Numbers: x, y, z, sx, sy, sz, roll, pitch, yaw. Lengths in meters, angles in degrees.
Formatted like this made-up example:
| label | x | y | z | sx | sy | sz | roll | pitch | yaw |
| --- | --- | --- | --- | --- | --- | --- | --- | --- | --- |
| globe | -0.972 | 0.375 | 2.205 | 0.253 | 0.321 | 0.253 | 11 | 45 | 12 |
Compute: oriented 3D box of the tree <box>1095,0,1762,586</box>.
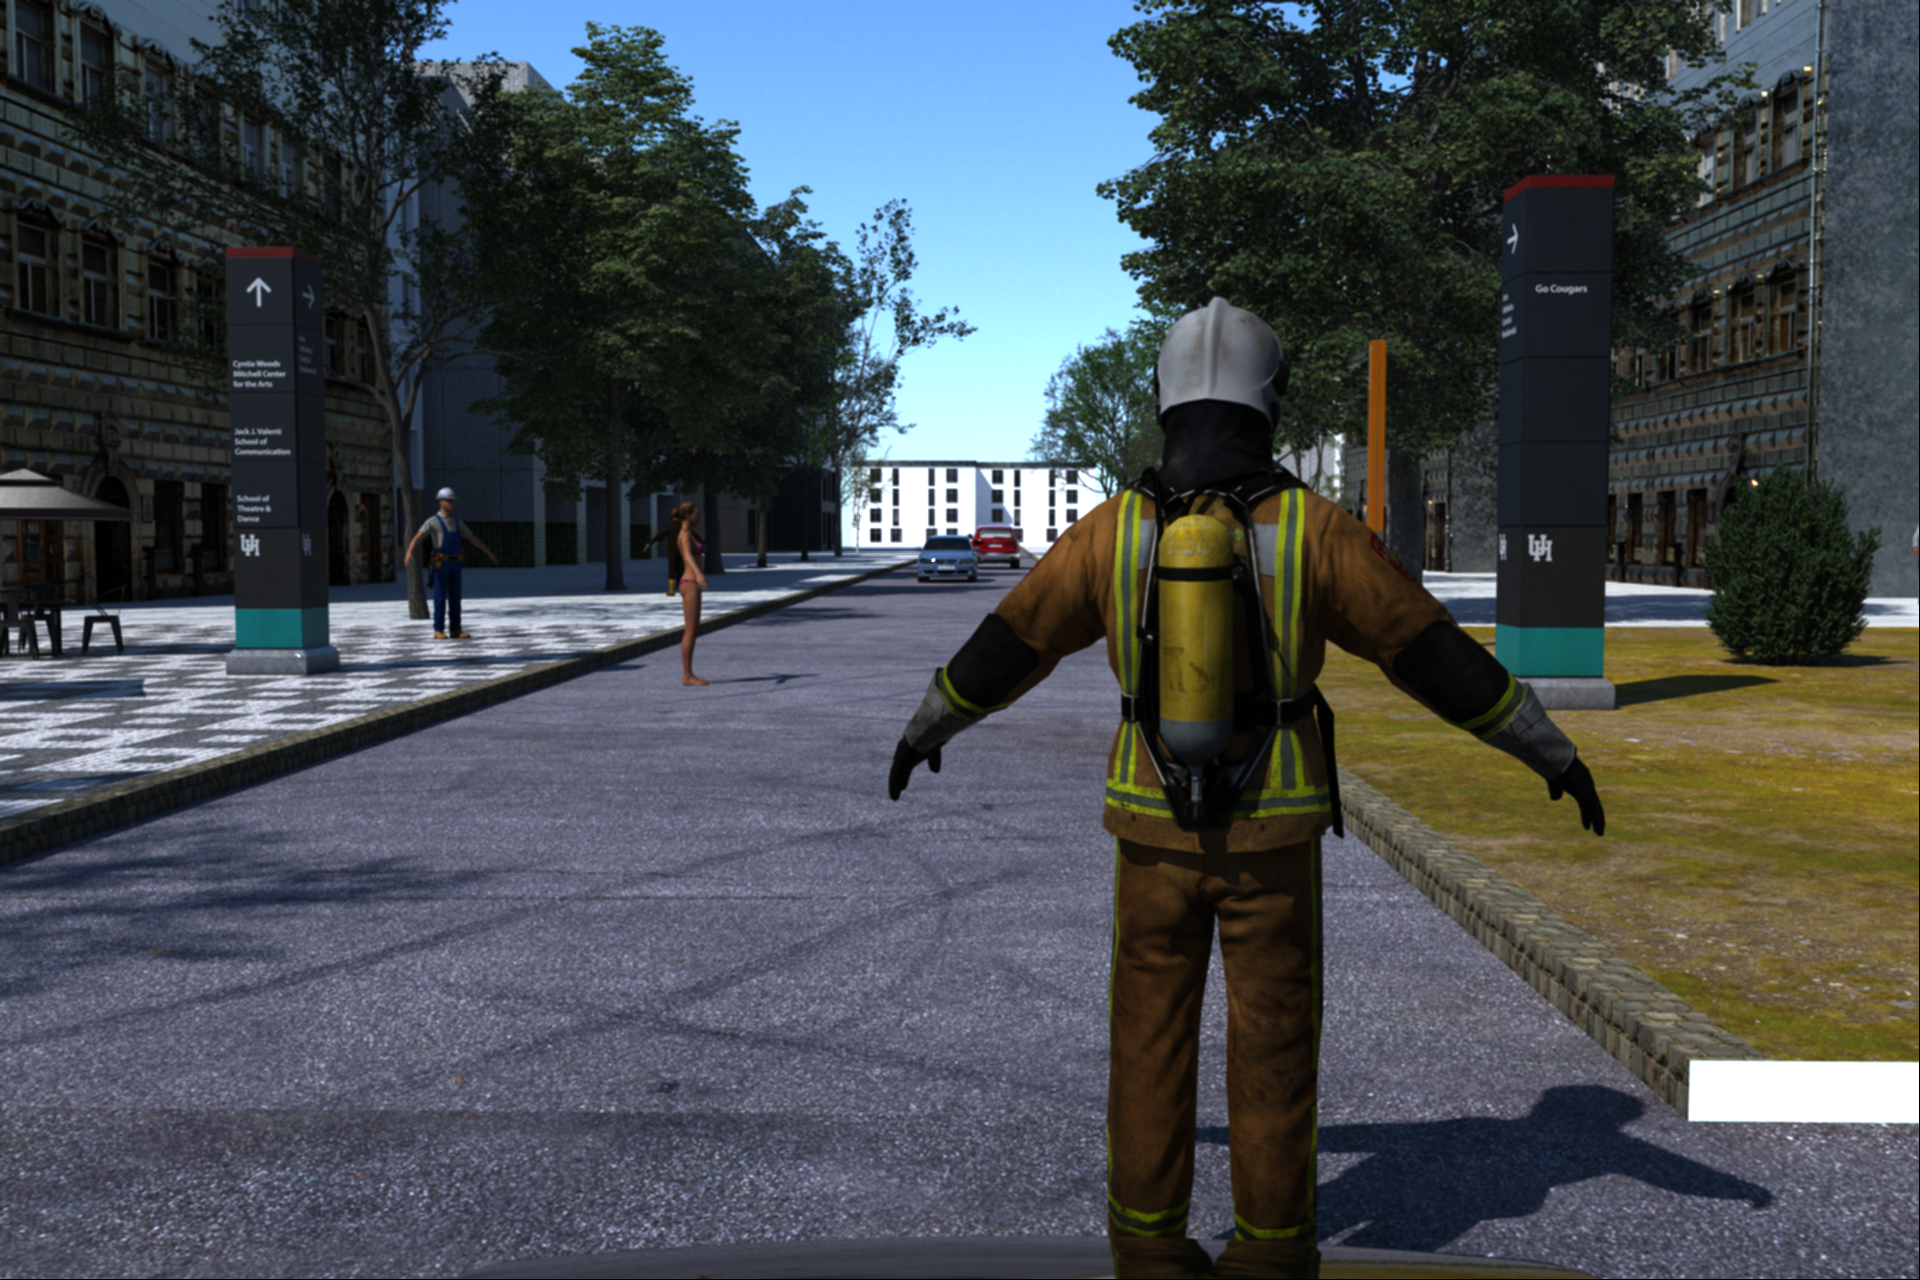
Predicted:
| label | x | y | z | sx | sy | sz | roll | pitch | yaw |
| --- | --- | --- | --- | --- | --- | --- | --- | --- | --- |
| tree | 6.504 | -7.252 | 25.225 | 9.857 | 13.997 | 8.962 | 0 | 3 | 0 |

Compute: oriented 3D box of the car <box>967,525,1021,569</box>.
| label | x | y | z | sx | sy | sz | roll | pitch | yaw |
| --- | --- | --- | --- | --- | --- | --- | --- | --- | --- |
| car | 1.438 | -3.892 | 72.312 | 2.281 | 1.827 | 5.304 | 0 | 4 | 0 |

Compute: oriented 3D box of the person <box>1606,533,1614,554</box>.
| label | x | y | z | sx | sy | sz | roll | pitch | yaw |
| --- | --- | --- | --- | --- | --- | --- | --- | --- | --- |
| person | 11.626 | -1.591 | 32.142 | 1.347 | 1.817 | 0.704 | -1 | 4 | -21 |

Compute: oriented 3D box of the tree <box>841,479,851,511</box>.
| label | x | y | z | sx | sy | sz | roll | pitch | yaw |
| --- | --- | --- | --- | --- | --- | --- | --- | --- | --- |
| tree | -14.726 | -15.450 | 202.965 | 4.737 | 8.622 | 4.395 | 0 | 3 | 0 |

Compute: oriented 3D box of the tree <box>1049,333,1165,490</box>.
| label | x | y | z | sx | sy | sz | roll | pitch | yaw |
| --- | --- | --- | --- | --- | --- | --- | --- | --- | --- |
| tree | 8.507 | -9.867 | 87.075 | 9.928 | 11.665 | 9.643 | 0 | 3 | 0 |

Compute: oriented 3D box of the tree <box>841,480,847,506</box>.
| label | x | y | z | sx | sy | sz | roll | pitch | yaw |
| --- | --- | --- | --- | --- | --- | --- | --- | --- | --- |
| tree | -14.584 | -15.131 | 197.755 | 4.360 | 8.622 | 3.978 | 0 | 3 | 0 |

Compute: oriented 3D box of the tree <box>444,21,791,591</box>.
| label | x | y | z | sx | sy | sz | roll | pitch | yaw |
| --- | --- | --- | --- | --- | --- | --- | --- | --- | --- |
| tree | -7.677 | -7.375 | 38.708 | 7.486 | 12.596 | 7.792 | 0 | 3 | 0 |

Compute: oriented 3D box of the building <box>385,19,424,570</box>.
| label | x | y | z | sx | sy | sz | roll | pitch | yaw |
| --- | --- | --- | --- | --- | --- | --- | --- | --- | --- |
| building | -25.192 | -11.915 | 51.230 | 16.016 | 20.090 | 11.380 | 0 | 4 | 1 |

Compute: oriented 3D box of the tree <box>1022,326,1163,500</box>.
| label | x | y | z | sx | sy | sz | roll | pitch | yaw |
| --- | --- | --- | --- | --- | --- | --- | --- | --- | --- |
| tree | 8.787 | -11.672 | 101.204 | 12.009 | 13.543 | 11.850 | 0 | 3 | 0 |

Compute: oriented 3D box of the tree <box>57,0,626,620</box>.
| label | x | y | z | sx | sy | sz | roll | pitch | yaw |
| --- | --- | --- | --- | --- | --- | --- | --- | --- | --- |
| tree | -8.421 | -5.598 | 25.947 | 7.601 | 10.594 | 8.767 | 2 | 4 | 30 |

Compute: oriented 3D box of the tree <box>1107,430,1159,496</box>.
| label | x | y | z | sx | sy | sz | roll | pitch | yaw |
| --- | --- | --- | --- | --- | --- | --- | --- | --- | --- |
| tree | 21.607 | -17.769 | 197.185 | 9.857 | 13.997 | 8.962 | 0 | 3 | 0 |

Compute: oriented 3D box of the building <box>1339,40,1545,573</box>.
| label | x | y | z | sx | sy | sz | roll | pitch | yaw |
| --- | --- | --- | --- | --- | --- | --- | --- | --- | --- |
| building | 25.532 | -14.327 | 65.171 | 19.493 | 23.208 | 18.063 | 0 | 4 | 1 |

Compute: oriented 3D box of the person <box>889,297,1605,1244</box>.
| label | x | y | z | sx | sy | sz | roll | pitch | yaw |
| --- | --- | --- | --- | --- | --- | --- | --- | --- | --- |
| person | 0.480 | 0.307 | 3.213 | 1.354 | 1.858 | 0.705 | 1 | 4 | 18 |

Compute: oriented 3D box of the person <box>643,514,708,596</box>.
| label | x | y | z | sx | sy | sz | roll | pitch | yaw |
| --- | --- | --- | --- | --- | --- | --- | --- | --- | --- |
| person | -5.871 | -1.820 | 35.887 | 1.346 | 1.812 | 0.704 | -1 | 4 | -21 |

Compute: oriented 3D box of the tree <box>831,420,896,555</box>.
| label | x | y | z | sx | sy | sz | roll | pitch | yaw |
| --- | --- | --- | --- | --- | --- | --- | --- | --- | --- |
| tree | -6.634 | -9.659 | 108.279 | 4.360 | 8.622 | 3.978 | 0 | 3 | 0 |

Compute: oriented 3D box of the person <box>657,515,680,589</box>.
| label | x | y | z | sx | sy | sz | roll | pitch | yaw |
| --- | --- | --- | --- | --- | --- | --- | --- | --- | --- |
| person | -6.601 | -2.082 | 40.504 | 0.721 | 1.772 | 1.216 | 3 | 5 | 44 |

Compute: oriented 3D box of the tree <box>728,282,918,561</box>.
| label | x | y | z | sx | sy | sz | roll | pitch | yaw |
| --- | --- | --- | --- | --- | --- | --- | --- | --- | --- |
| tree | -7.247 | -10.483 | 81.760 | 12.009 | 13.543 | 11.850 | 0 | 3 | 0 |

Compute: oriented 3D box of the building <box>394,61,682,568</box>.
| label | x | y | z | sx | sy | sz | roll | pitch | yaw |
| --- | --- | --- | --- | --- | --- | --- | --- | --- | --- |
| building | -24.230 | -13.127 | 81.080 | 16.747 | 18.905 | 31.486 | 0 | 4 | 1 |

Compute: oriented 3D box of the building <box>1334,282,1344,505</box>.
| label | x | y | z | sx | sy | sz | roll | pitch | yaw |
| --- | --- | --- | --- | --- | --- | --- | --- | --- | --- |
| building | 24.409 | -14.162 | 87.975 | 16.016 | 20.090 | 11.380 | 0 | 4 | 1 |

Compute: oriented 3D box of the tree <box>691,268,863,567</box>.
| label | x | y | z | sx | sy | sz | roll | pitch | yaw |
| --- | --- | --- | --- | --- | --- | --- | --- | --- | --- |
| tree | -7.619 | -8.644 | 67.084 | 9.928 | 11.665 | 9.643 | 0 | 3 | 0 |

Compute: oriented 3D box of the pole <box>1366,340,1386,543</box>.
| label | x | y | z | sx | sy | sz | roll | pitch | yaw |
| --- | --- | --- | --- | --- | --- | --- | --- | --- | --- |
| pole | 4.399 | -1.498 | 18.340 | 0.158 | 3.312 | 0.155 | 0 | 3 | 0 |

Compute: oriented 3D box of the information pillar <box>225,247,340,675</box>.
| label | x | y | z | sx | sy | sz | roll | pitch | yaw |
| --- | --- | --- | --- | --- | --- | --- | --- | --- | --- |
| information pillar | -6.289 | -1.628 | 16.002 | 0.750 | 3.857 | 0.750 | 0 | 4 | 2 |

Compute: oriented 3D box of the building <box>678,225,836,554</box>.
| label | x | y | z | sx | sy | sz | roll | pitch | yaw |
| --- | --- | --- | --- | --- | --- | --- | --- | --- | --- |
| building | -24.530 | -17.480 | 129.769 | 27.936 | 21.610 | 32.646 | 0 | 4 | 1 |

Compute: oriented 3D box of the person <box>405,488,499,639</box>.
| label | x | y | z | sx | sy | sz | roll | pitch | yaw |
| --- | --- | --- | --- | --- | --- | --- | --- | --- | --- |
| person | -6.263 | -0.939 | 21.214 | 0.705 | 1.847 | 1.347 | 3 | 4 | 37 |

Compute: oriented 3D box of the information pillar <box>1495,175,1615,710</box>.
| label | x | y | z | sx | sy | sz | roll | pitch | yaw |
| --- | --- | --- | --- | --- | --- | --- | --- | --- | --- |
| information pillar | 4.406 | -1.437 | 12.879 | 0.750 | 3.857 | 0.750 | 0 | 4 | 2 |

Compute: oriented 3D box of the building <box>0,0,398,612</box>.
| label | x | y | z | sx | sy | sz | roll | pitch | yaw |
| --- | --- | --- | --- | --- | --- | --- | --- | --- | --- |
| building | -24.614 | -12.595 | 36.850 | 19.493 | 23.208 | 18.063 | 0 | 4 | 2 |

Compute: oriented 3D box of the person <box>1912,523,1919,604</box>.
| label | x | y | z | sx | sy | sz | roll | pitch | yaw |
| --- | --- | --- | --- | --- | --- | --- | --- | --- | --- |
| person | 17.670 | -1.550 | 31.528 | 1.347 | 1.806 | 0.705 | -2 | 4 | -33 |

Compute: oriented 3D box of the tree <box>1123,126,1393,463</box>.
| label | x | y | z | sx | sy | sz | roll | pitch | yaw |
| --- | --- | --- | --- | --- | --- | --- | --- | --- | --- |
| tree | 7.809 | -7.247 | 44.246 | 9.928 | 11.665 | 9.643 | 0 | 3 | 0 |

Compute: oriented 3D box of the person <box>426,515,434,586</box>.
| label | x | y | z | sx | sy | sz | roll | pitch | yaw |
| --- | --- | --- | --- | --- | --- | --- | --- | --- | --- |
| person | -13.022 | -2.203 | 42.734 | 0.721 | 1.740 | 1.216 | 3 | 4 | 36 |

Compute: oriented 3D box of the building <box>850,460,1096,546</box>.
| label | x | y | z | sx | sy | sz | roll | pitch | yaw |
| --- | --- | --- | --- | --- | --- | --- | --- | --- | --- |
| building | 1.555 | -15.543 | 198.734 | 28.070 | 9.664 | 9.099 | 0 | 4 | -3 |

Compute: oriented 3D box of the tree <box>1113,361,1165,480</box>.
| label | x | y | z | sx | sy | sz | roll | pitch | yaw |
| --- | --- | --- | --- | --- | --- | --- | --- | --- | --- |
| tree | 7.792 | -7.297 | 69.676 | 4.360 | 8.622 | 3.978 | 0 | 3 | 0 |

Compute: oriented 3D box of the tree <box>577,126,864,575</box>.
| label | x | y | z | sx | sy | sz | roll | pitch | yaw |
| --- | --- | --- | --- | --- | --- | --- | --- | --- | --- |
| tree | -7.840 | -9.047 | 54.568 | 9.857 | 13.997 | 8.962 | 0 | 3 | 0 |

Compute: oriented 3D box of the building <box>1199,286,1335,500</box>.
| label | x | y | z | sx | sy | sz | roll | pitch | yaw |
| --- | --- | --- | --- | --- | --- | --- | --- | --- | --- |
| building | 25.849 | -16.191 | 131.181 | 16.747 | 18.905 | 31.486 | 0 | 4 | 2 |

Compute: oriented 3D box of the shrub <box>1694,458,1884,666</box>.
| label | x | y | z | sx | sy | sz | roll | pitch | yaw |
| --- | --- | --- | --- | --- | --- | --- | --- | --- | --- |
| shrub | 8.114 | -0.771 | 17.023 | 1.690 | 2.028 | 1.600 | 0 | 3 | 0 |

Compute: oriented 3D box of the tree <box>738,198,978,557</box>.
| label | x | y | z | sx | sy | sz | roll | pitch | yaw |
| --- | --- | --- | --- | --- | --- | --- | --- | --- | --- |
| tree | -5.679 | -14.765 | 97.301 | 12.611 | 20.169 | 13.585 | 0 | 3 | 0 |

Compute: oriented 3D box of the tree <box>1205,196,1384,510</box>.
| label | x | y | z | sx | sy | sz | roll | pitch | yaw |
| --- | --- | --- | --- | --- | --- | --- | --- | --- | --- |
| tree | 7.429 | -5.252 | 36.234 | 4.360 | 8.622 | 3.978 | 0 | 3 | 0 |

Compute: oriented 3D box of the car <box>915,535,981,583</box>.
| label | x | y | z | sx | sy | sz | roll | pitch | yaw |
| --- | --- | --- | --- | --- | --- | --- | --- | --- | --- |
| car | -0.355 | -2.493 | 52.767 | 2.014 | 1.417 | 4.499 | 0 | 4 | 1 |

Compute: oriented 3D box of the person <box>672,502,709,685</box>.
| label | x | y | z | sx | sy | sz | roll | pitch | yaw |
| --- | --- | --- | --- | --- | --- | --- | --- | --- | --- |
| person | -2.491 | -0.444 | 16.523 | 0.721 | 1.733 | 1.217 | -1 | 4 | -10 |

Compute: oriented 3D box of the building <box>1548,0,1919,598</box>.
| label | x | y | z | sx | sy | sz | roll | pitch | yaw |
| --- | --- | --- | --- | --- | --- | --- | --- | --- | --- |
| building | 26.534 | -12.952 | 42.688 | 19.493 | 23.208 | 18.063 | 0 | 4 | 2 |
